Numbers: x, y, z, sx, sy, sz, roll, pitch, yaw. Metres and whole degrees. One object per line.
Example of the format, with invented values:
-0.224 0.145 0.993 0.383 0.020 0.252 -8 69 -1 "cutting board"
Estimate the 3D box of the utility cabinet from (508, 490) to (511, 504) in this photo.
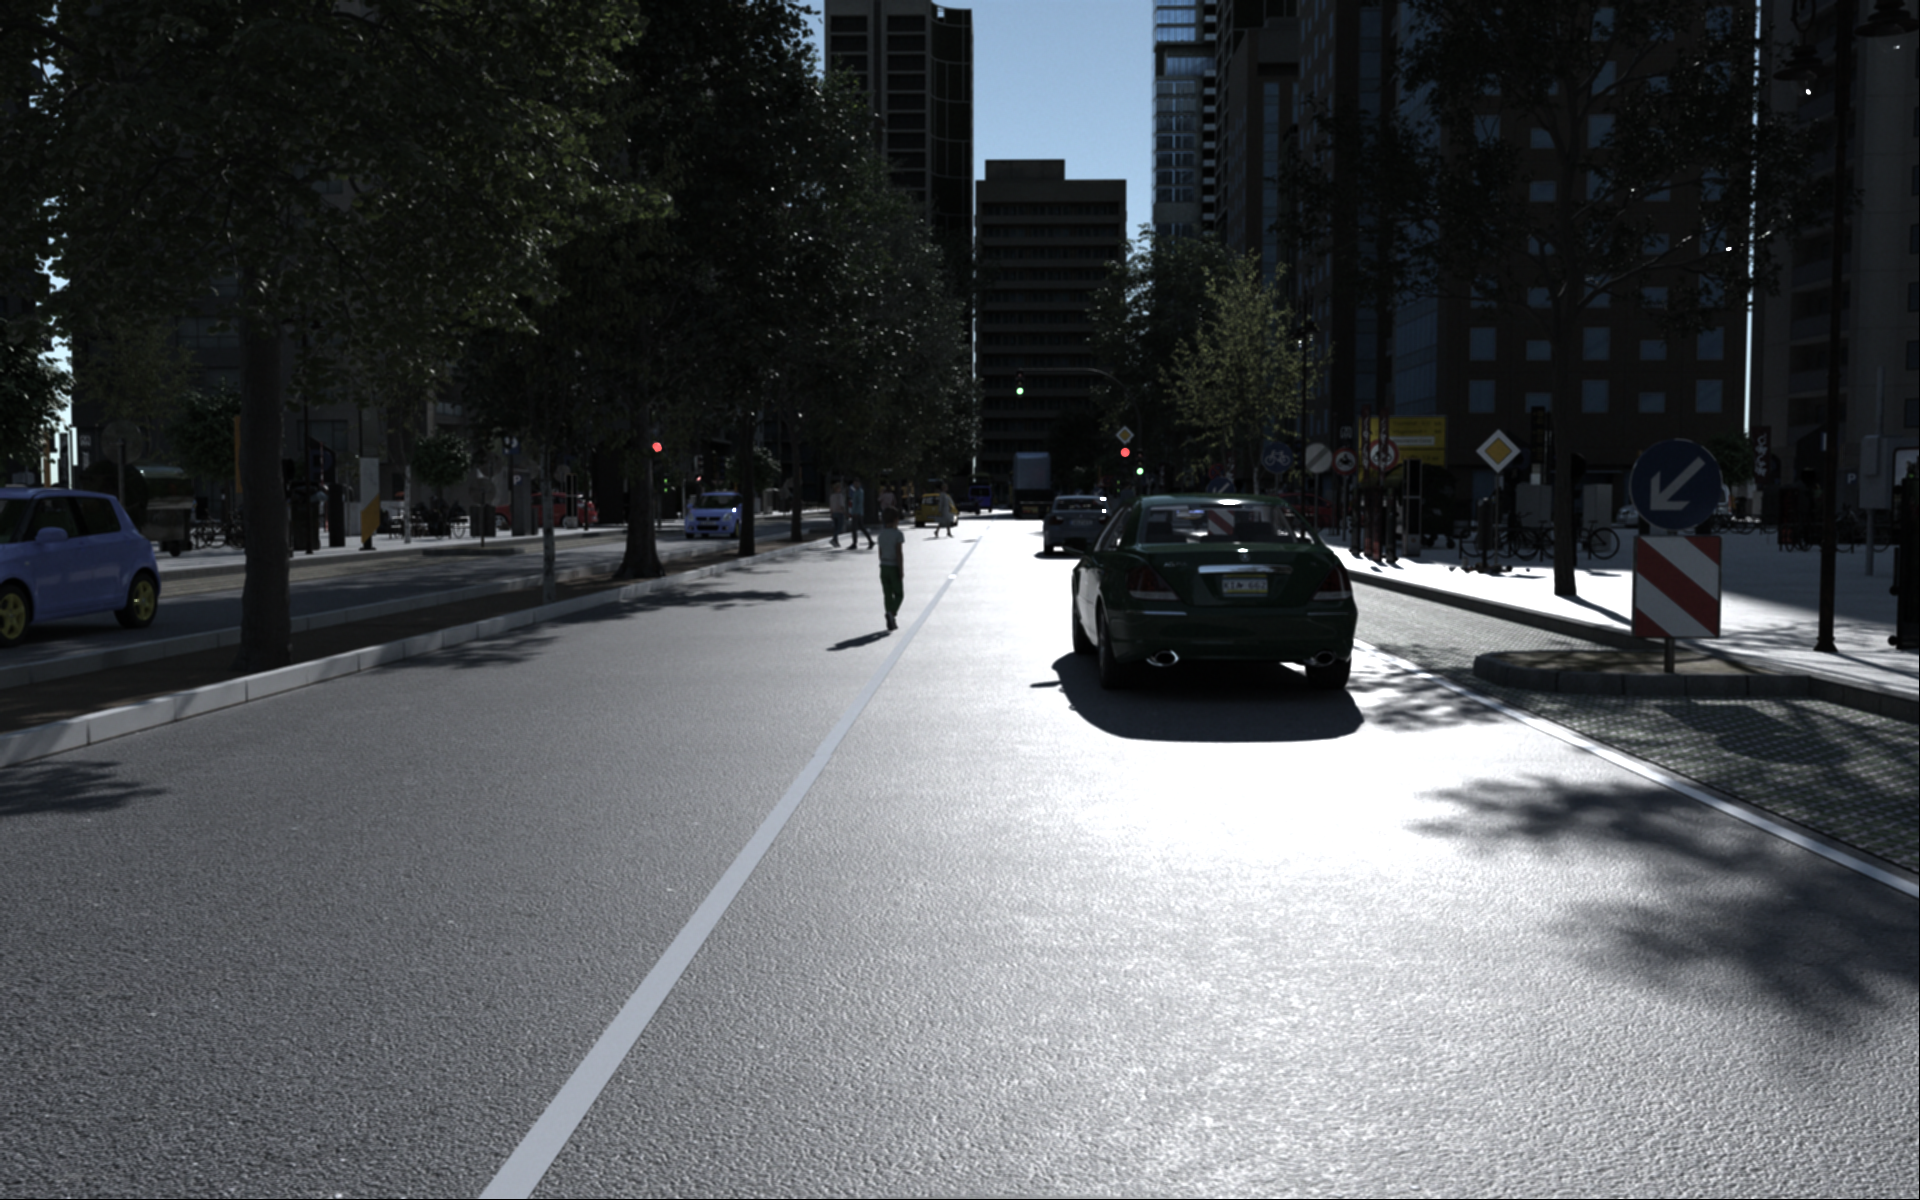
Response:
-25.956 -5.692 101.745 0.318 1.500 1.173 3 5 40 "utility cabinet"

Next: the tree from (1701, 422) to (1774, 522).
34.983 -5.810 78.708 4.285 4.588 4.351 0 3 0 "tree"

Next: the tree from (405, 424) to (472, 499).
-24.468 -5.982 81.525 4.285 4.588 4.351 0 3 0 "tree"

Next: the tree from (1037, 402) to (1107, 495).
13.893 -18.240 215.232 9.611 12.733 9.660 0 3 0 "tree"

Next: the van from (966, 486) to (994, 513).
1.560 -8.018 135.482 2.240 2.365 5.245 0 4 1 "van"

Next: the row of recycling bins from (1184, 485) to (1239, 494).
12.588 -4.860 86.568 3.534 1.692 1.069 -3 4 -37 "row of recycling bins"

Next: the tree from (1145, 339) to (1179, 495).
8.782 -6.554 57.514 4.360 8.622 3.978 0 3 0 "tree"

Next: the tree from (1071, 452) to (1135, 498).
11.312 -8.845 128.322 4.285 4.588 4.351 0 3 0 "tree"

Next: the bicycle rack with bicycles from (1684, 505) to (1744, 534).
24.830 -2.605 55.972 2.925 0.926 2.852 2 4 30 "bicycle rack with bicycles"

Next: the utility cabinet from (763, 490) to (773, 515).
-11.670 -5.900 105.143 0.318 1.500 1.173 1 4 9 "utility cabinet"

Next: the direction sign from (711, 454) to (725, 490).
-13.734 -6.502 98.310 0.876 3.537 0.379 -3 5 -41 "direction sign"

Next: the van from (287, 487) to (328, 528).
-25.962 -3.734 68.069 4.112 2.044 2.013 0 4 3 "van"

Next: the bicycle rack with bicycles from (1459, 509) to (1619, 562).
11.096 -1.274 34.209 2.852 0.926 2.925 -3 5 -40 "bicycle rack with bicycles"

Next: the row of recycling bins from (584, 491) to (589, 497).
-32.433 -8.542 146.772 3.534 1.692 1.069 1 4 19 "row of recycling bins"

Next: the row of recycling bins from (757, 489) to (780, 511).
-14.391 -7.556 130.661 1.069 1.692 3.534 1 4 12 "row of recycling bins"

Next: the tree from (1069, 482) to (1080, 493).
13.239 -12.492 198.851 1.663 3.219 1.824 0 3 0 "tree"

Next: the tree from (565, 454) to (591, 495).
-18.373 -5.429 83.359 1.663 3.219 1.824 0 3 0 "tree"

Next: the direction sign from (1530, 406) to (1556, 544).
15.172 -3.225 44.733 0.876 3.537 0.379 0 4 7 "direction sign"

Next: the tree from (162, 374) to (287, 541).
-20.129 -3.904 47.539 4.285 4.588 4.351 0 3 0 "tree"

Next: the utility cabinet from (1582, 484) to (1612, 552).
14.179 -1.828 38.570 0.318 1.500 1.173 3 4 36 "utility cabinet"

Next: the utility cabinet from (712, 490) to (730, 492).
-13.256 -5.302 95.371 0.318 1.500 1.173 2 4 26 "utility cabinet"

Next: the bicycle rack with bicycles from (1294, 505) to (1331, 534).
10.687 -2.616 56.161 2.925 0.926 2.852 0 4 -4 "bicycle rack with bicycles"

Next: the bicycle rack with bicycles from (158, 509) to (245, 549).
-17.373 -1.671 40.697 2.925 0.926 2.852 -1 4 -8 "bicycle rack with bicycles"

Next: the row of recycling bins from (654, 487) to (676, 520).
-14.978 -4.949 88.028 1.069 1.692 3.534 -1 4 -15 "row of recycling bins"

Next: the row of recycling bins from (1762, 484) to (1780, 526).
34.258 -3.910 71.037 3.534 1.692 1.069 -2 4 -31 "row of recycling bins"

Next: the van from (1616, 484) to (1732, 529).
27.690 -3.685 67.254 4.112 2.044 2.013 0 4 2 "van"

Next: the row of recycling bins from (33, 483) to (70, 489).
-34.286 -3.478 63.982 3.534 1.692 1.069 1 4 22 "row of recycling bins"

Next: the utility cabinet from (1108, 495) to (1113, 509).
11.326 -7.496 133.721 1.020 1.237 0.306 1 4 14 "utility cabinet"

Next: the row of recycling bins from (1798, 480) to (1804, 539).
25.645 -2.604 49.691 3.534 1.692 1.069 1 4 11 "row of recycling bins"

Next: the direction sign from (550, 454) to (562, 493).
-21.522 -6.133 92.267 0.876 3.537 0.379 2 4 34 "direction sign"

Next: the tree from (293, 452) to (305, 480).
-30.328 -5.234 80.175 1.663 3.219 1.824 0 3 0 "tree"

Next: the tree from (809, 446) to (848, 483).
-10.412 -13.689 158.221 7.601 10.594 8.767 0 4 4 "tree"

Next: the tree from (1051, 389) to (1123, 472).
12.187 -13.432 154.023 8.767 10.594 7.601 -1 4 -19 "tree"

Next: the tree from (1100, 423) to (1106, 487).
10.162 -9.412 104.242 4.360 8.622 3.978 0 3 0 "tree"

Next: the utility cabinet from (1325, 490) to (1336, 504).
22.676 -5.874 104.718 1.173 1.500 0.318 2 4 31 "utility cabinet"

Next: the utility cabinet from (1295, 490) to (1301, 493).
18.267 -5.158 93.016 0.318 1.500 1.173 2 4 24 "utility cabinet"

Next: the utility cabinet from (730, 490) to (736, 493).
-13.007 -5.393 96.855 0.318 1.500 1.173 -3 5 -41 "utility cabinet"

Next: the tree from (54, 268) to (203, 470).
-24.218 -6.154 50.979 4.737 8.622 4.395 0 3 0 "tree"

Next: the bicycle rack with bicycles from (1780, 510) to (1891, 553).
19.481 -1.547 38.678 2.925 0.926 2.852 -2 4 -26 "bicycle rack with bicycles"

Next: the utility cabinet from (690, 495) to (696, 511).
-12.560 -4.424 83.490 0.306 1.237 1.020 2 4 35 "utility cabinet"

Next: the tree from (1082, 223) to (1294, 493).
10.475 -10.703 81.643 9.857 13.997 8.962 0 3 0 "tree"

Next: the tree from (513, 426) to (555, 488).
-25.223 -9.428 104.516 4.360 8.622 3.978 0 3 0 "tree"

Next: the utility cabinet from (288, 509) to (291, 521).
-24.037 -3.104 61.915 0.306 1.237 1.020 -1 4 -18 "utility cabinet"

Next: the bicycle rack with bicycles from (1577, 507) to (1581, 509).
17.418 -2.239 49.991 2.852 0.926 2.925 2 4 35 "bicycle rack with bicycles"

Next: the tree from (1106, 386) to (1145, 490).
10.018 -8.648 91.755 4.360 8.622 3.978 0 3 0 "tree"

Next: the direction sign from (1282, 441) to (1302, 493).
14.180 -5.005 73.822 0.379 3.537 0.876 -3 5 -43 "direction sign"

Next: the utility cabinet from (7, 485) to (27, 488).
-22.666 -1.969 40.870 0.318 1.500 1.173 3 5 41 "utility cabinet"

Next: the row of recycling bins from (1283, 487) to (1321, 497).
20.273 -6.023 105.581 3.534 1.692 1.069 2 4 27 "row of recycling bins"

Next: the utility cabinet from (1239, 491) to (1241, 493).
16.085 -5.629 100.715 0.318 1.500 1.173 1 4 20 "utility cabinet"

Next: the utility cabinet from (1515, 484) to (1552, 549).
13.413 -1.945 40.479 0.318 1.500 1.173 -1 4 -9 "utility cabinet"

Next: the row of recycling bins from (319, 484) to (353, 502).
-27.414 -4.031 73.014 3.534 1.692 1.069 -2 4 -31 "row of recycling bins"

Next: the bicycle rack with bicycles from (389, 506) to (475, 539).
-15.403 -2.236 49.941 2.852 0.926 2.925 0 4 7 "bicycle rack with bicycles"

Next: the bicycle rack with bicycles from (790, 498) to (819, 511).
-13.048 -7.973 143.739 2.925 0.926 2.852 -2 4 -28 "bicycle rack with bicycles"

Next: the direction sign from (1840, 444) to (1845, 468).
39.982 -5.293 78.529 0.379 3.537 0.876 1 4 18 "direction sign"
